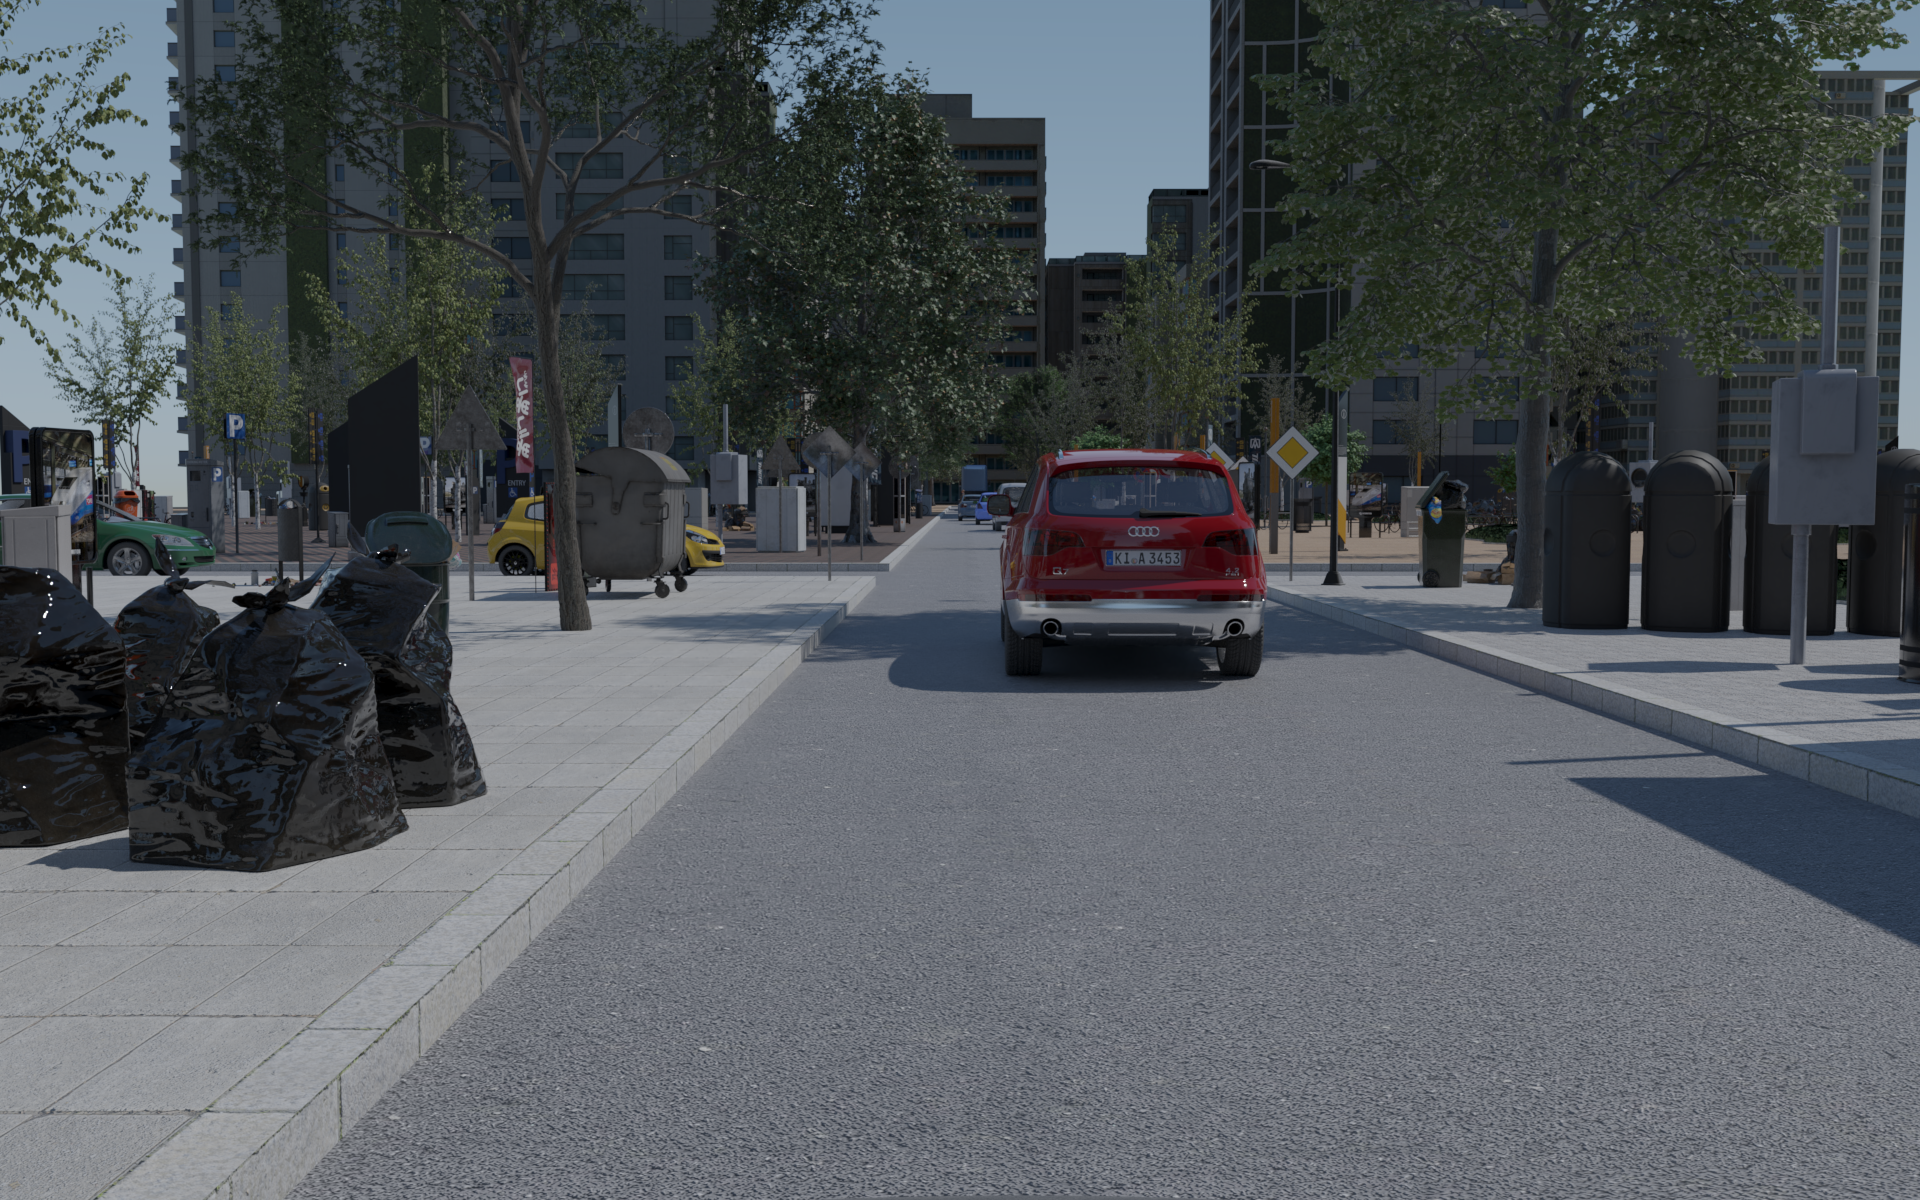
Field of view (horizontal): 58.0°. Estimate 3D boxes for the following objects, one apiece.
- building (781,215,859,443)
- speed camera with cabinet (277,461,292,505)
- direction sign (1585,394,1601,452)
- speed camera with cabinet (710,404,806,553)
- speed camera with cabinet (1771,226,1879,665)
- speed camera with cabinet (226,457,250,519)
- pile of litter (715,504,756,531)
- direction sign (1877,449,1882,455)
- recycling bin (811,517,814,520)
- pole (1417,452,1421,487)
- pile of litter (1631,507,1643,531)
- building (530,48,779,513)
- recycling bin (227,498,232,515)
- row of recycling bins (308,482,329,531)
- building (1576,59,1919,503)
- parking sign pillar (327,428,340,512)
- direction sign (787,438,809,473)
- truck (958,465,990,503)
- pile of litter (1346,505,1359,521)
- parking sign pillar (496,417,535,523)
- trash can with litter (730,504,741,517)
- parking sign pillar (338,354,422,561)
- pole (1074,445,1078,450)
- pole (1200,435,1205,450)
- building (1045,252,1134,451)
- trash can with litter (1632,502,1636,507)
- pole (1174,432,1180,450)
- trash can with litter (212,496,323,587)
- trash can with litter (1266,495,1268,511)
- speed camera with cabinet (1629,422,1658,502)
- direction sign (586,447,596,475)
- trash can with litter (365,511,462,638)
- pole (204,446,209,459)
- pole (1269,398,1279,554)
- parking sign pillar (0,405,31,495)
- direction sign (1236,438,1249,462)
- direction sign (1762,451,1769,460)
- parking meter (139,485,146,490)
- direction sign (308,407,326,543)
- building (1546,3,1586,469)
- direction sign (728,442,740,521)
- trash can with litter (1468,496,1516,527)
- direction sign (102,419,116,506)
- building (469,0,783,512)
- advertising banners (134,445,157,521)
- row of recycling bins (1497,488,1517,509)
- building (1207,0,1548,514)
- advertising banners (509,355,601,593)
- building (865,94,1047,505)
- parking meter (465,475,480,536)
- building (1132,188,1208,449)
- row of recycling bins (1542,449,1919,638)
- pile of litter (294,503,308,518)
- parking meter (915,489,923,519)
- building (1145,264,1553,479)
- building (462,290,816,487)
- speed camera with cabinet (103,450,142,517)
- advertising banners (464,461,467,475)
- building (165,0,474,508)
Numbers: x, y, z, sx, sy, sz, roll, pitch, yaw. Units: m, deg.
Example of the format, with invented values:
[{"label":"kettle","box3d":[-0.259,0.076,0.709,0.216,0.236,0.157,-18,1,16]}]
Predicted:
[{"label":"building","box3d":[-23.318,-32.233,218.894,23.993,40.220,32.217,0,4,0]},{"label":"speed camera with cabinet","box3d":[-40.995,-6.769,105.006,0.660,3.252,2.038,-2,4,-30]},{"label":"direction sign","box3d":[14.440,-2.910,39.582,0.379,3.537,0.876,0,4,1]},{"label":"speed camera with cabinet","box3d":[-4.455,-2.686,38.259,2.038,3.252,0.660,1,4,14]},{"label":"speed camera with cabinet","box3d":[7.171,-1.134,12.877,2.038,3.252,0.660,1,4,19]},{"label":"speed camera with cabinet","box3d":[-38.211,-5.952,91.658,0.660,3.252,2.038,-3,4,-39]},{"label":"pile of litter","box3d":[-7.676,-2.842,60.428,1.719,0.858,1.176,1,4,17]},{"label":"direction sign","box3d":[45.998,-5.806,86.932,0.379,3.537,0.876,0,4,3]},{"label":"recycling bin","box3d":[-6.914,-4.454,85.377,0.722,1.027,0.722,2,4,34]},{"label":"pole","box3d":[22.221,-5.505,83.855,0.158,3.312,0.155,0,3,0]},{"label":"pile of litter","box3d":[23.075,-2.801,59.767,1.719,0.858,1.176,0,4,6]},{"label":"building","box3d":[-19.921,-21.061,116.043,14.160,30.474,14.107,0,4,0]},{"label":"recycling bin","box3d":[-44.449,-5.730,106.236,0.722,1.027,0.722,1,4,17]},{"label":"row of recycling bins","box3d":[-21.214,-3.315,61.313,3.534,1.692,1.069,-1,4,-15]},{"label":"building","box3d":[68.799,-28.477,157.480,23.993,40.220,32.217,0,4,0]},{"label":"parking sign pillar","box3d":[-18.536,-3.931,52.742,1.447,3.967,1.447,-1,4,-15]},{"label":"direction sign","box3d":[-6.517,-4.753,69.708,0.876,3.537,0.379,0,4,-1]},{"label":"truck","box3d":[1.226,-10.098,154.866,2.967,4.110,18.799,0,4,1]},{"label":"pile of litter","box3d":[19.014,-4.309,84.425,1.176,0.858,1.719,1,4,13]},{"label":"parking sign pillar","box3d":[-15.527,-4.404,60.477,1.447,3.967,1.447,1,4,15]},{"label":"trash can with litter","box3d":[-11.969,-4.972,92.671,0.624,1.170,1.055,1,4,14]},{"label":"parking sign pillar","box3d":[-11.091,-2.748,33.407,1.447,3.967,1.447,-1,4,-15]},{"label":"pole","box3d":[4.786,-4.744,71.405,0.158,3.312,0.155,0,3,0]},{"label":"pole","box3d":[8.396,-4.048,60.035,0.158,3.312,0.155,0,3,0]},{"label":"building","box3d":[17.323,-26.802,209.911,14.107,30.474,14.160,0,4,0]},{"label":"trash can with litter","box3d":[42.036,-5.926,108.277,0.624,1.170,1.055,2,4,27]},{"label":"pole","box3d":[7.154,-3.875,57.202,0.158,3.312,0.155,0,3,0]},{"label":"trash can with litter","box3d":[-9.183,-0.797,24.082,2.233,1.210,1.678,3,4,36]},{"label":"trash can with litter","box3d":[16.699,-5.128,94.892,1.678,1.210,2.233,0,4,4]},{"label":"speed camera with cabinet","box3d":[18.494,-3.296,48.220,0.660,3.252,2.038,-2,4,-31]},{"label":"direction sign","box3d":[-17.759,-5.585,83.307,0.379,3.537,0.876,-3,5,-41]},{"label":"trash can with litter","box3d":[-3.371,0.033,10.848,0.624,1.170,1.055,-2,4,-24]},{"label":"pole","box3d":[-31.839,-4.857,73.263,0.158,3.312,0.155,0,3,0]},{"label":"pole","box3d":[6.702,-2.635,36.933,0.158,3.312,0.155,0,3,0]},{"label":"parking sign pillar","box3d":[-28.729,-3.955,53.130,1.447,3.967,1.447,1,4,19]},{"label":"direction sign","box3d":[11.480,-4.736,69.431,0.876,3.537,0.379,1,4,18]},{"label":"direction sign","box3d":[42.203,-6.007,90.207,0.876,3.537,0.379,1,4,19]},{"label":"parking meter","box3d":[-50.677,-6.220,107.406,0.255,1.863,0.399,0,4,-5]},{"label":"direction sign","box3d":[-16.992,-3.288,45.759,0.379,3.537,0.876,0,4,3]},{"label":"building","box3d":[46.014,-32.923,161.996,21.600,48.544,21.300,0,4,0]},{"label":"direction sign","box3d":[-9.886,-5.128,75.846,0.379,3.537,0.876,-3,5,-40]},{"label":"trash can with litter","box3d":[20.783,-3.409,66.797,2.233,1.210,1.678,2,4,25]},{"label":"direction sign","box3d":[-26.051,-3.734,53.056,0.379,3.537,0.876,0,4,-5]},{"label":"building","box3d":[-24.371,-42.440,132.138,20.563,71.187,20.611,0,4,0]},{"label":"advertising banners","box3d":[-29.666,-4.088,63.020,0.090,3.025,2.074,0,4,-7]},{"label":"row of recycling bins","box3d":[32.233,-5.764,101.359,1.069,1.692,3.534,0,4,4]},{"label":"building","box3d":[26.457,-41.567,117.880,20.563,71.187,20.611,0,4,0]},{"label":"advertising banners","box3d":[-5.341,-1.633,22.891,0.090,3.025,2.074,1,4,20]},{"label":"building","box3d":[-0.533,-36.066,213.374,21.600,48.544,21.300,0,4,0]},{"label":"parking meter","box3d":[-15.086,-2.929,53.603,0.255,1.863,0.399,2,4,30]},{"label":"building","box3d":[24.640,-24.120,166.057,14.160,30.474,14.107,0,4,0]},{"label":"row of recycling bins","box3d":[7.323,-0.557,16.226,3.534,1.692,1.069,1,4,20]},{"label":"pile of litter","box3d":[-33.610,-4.510,87.703,1.719,0.858,1.176,0,4,-2]},{"label":"parking meter","box3d":[-2.140,-5.014,90.388,0.372,1.533,0.369,0,3,0]},{"label":"building","box3d":[30.798,-18.316,144.503,27.650,21.520,28.899,0,4,0]},{"label":"building","box3d":[-27.652,-19.295,160.506,28.899,21.520,27.650,0,4,0]},{"label":"speed camera with cabinet","box3d":[-35.360,-4.811,72.996,0.660,3.252,2.038,0,4,7]},{"label":"advertising banners","box3d":[-25.705,-5.815,91.265,0.090,3.025,2.074,-3,4,-36]},{"label":"building","box3d":[-57.240,-37.947,162.435,28.212,58.520,21.231,0,4,0]}]
